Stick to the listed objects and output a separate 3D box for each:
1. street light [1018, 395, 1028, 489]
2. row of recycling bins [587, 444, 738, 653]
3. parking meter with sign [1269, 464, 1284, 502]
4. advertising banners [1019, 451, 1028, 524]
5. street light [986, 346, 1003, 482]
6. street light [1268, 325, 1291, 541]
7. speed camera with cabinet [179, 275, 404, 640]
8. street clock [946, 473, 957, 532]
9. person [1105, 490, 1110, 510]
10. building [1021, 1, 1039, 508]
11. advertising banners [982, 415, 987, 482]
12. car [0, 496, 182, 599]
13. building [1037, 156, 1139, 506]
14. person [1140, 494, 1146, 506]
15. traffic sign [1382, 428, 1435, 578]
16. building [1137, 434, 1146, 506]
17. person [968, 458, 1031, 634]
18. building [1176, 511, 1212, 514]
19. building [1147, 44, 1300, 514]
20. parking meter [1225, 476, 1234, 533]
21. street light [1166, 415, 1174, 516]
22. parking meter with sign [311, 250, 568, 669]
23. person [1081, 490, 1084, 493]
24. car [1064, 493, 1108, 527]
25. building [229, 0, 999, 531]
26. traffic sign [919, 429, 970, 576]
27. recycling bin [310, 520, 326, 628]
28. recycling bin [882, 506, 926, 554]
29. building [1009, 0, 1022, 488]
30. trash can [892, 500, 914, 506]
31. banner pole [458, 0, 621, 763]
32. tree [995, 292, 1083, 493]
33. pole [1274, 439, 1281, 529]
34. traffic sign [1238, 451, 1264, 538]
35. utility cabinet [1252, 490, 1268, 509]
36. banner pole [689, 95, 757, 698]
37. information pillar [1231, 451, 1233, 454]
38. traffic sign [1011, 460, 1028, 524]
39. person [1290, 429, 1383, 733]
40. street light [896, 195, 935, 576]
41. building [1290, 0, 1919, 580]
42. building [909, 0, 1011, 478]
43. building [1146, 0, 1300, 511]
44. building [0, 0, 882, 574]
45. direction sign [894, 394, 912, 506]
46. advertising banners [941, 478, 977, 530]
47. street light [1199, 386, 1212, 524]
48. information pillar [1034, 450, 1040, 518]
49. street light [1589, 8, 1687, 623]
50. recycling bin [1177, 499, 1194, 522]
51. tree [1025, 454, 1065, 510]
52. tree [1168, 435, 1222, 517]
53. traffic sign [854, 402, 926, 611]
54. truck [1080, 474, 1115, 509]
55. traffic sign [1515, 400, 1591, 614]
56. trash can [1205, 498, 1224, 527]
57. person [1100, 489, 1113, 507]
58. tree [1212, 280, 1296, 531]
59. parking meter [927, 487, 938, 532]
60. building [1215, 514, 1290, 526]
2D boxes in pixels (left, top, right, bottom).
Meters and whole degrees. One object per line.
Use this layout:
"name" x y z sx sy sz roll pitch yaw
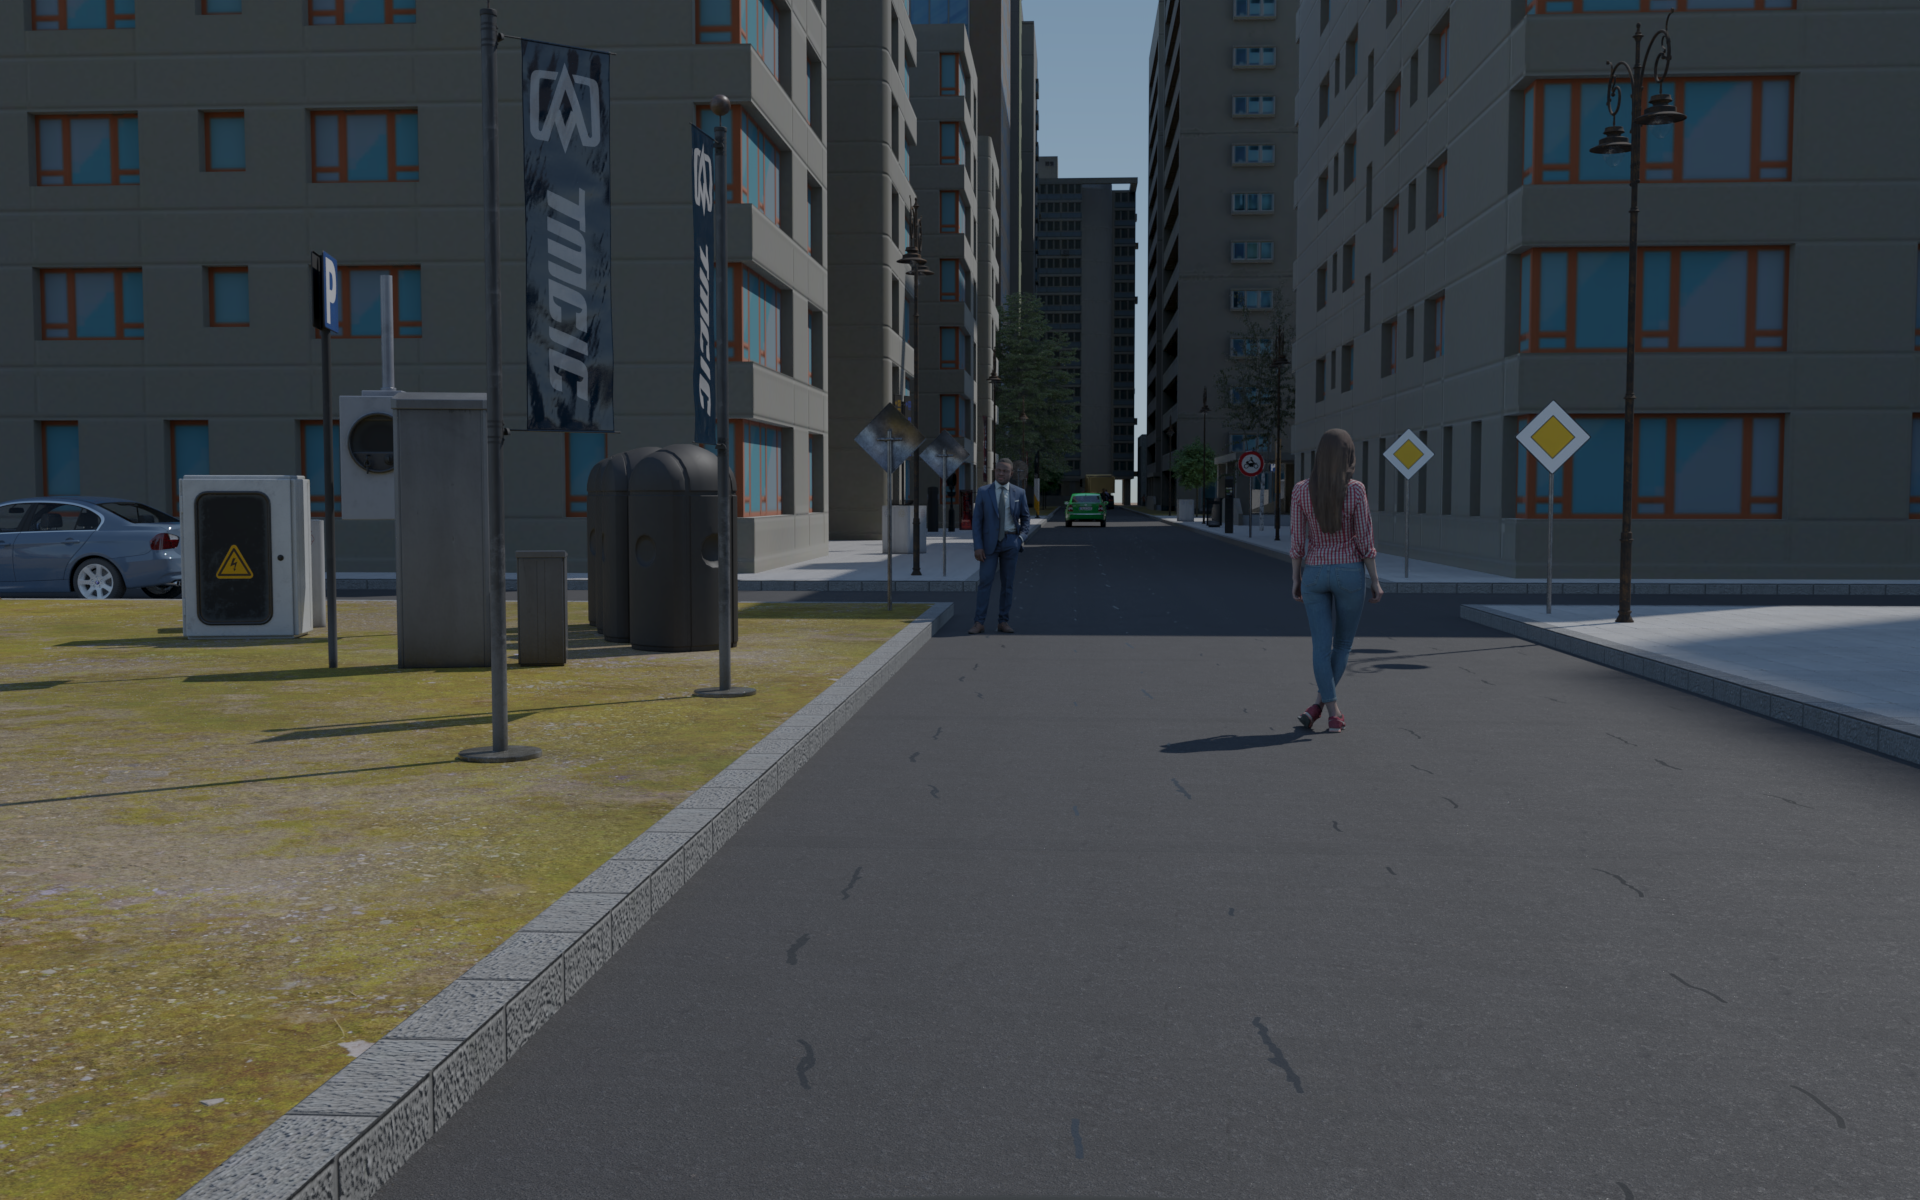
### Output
"street light" 2.966 -6.623 81.081 0.468 5.910 1.993 0 4 4
"row of recycling bins" -2.783 -0.521 15.638 1.069 1.692 3.534 -1 4 -19
"parking meter with sign" 17.049 -5.778 90.729 0.543 3.016 1.738 -3 5 -44
"advertising banners" 2.618 -4.582 71.106 0.090 3.025 2.074 0 4 -6
"street light" 1.085 -4.992 54.412 0.468 5.910 1.993 0 4 4
"street light" 8.757 -4.577 47.616 0.468 5.910 1.993 0 4 4
"speed camera with cabinet" -5.851 -1.294 15.496 2.038 3.252 0.660 0 4 -7
"street clock" -0.286 -3.318 58.813 0.358 2.002 0.471 1 4 18
"person" 13.133 -8.974 155.094 0.709 1.838 0.599 2 4 29
"building" -3.333 -33.203 166.572 21.600 48.544 21.300 0 4 4
"advertising banners" 0.699 -2.643 39.401 0.090 3.025 2.074 1 4 11
"car" -12.204 -0.673 23.009 4.499 1.417 2.014 0 4 5
"building" 8.596 -31.194 201.908 23.993 40.220 32.217 0 4 4
"person" 19.408 -10.444 182.517 1.065 1.426 0.557 -2 4 -32
"traffic sign" 6.837 -1.396 26.474 0.795 2.450 0.064 0 4 4
"building" 35.687 -53.872 193.483 31.000 86.520 22.319 0 4 4
"person" 0.391 -0.567 17.951 0.721 1.800 0.419 -1 4 -15
"building" 25.143 -30.264 118.521 21.300 48.544 21.600 0 4 4
"building" 31.836 -27.494 141.412 32.217 40.220 23.993 0 4 4
"parking meter" 8.784 -3.107 56.503 0.255 1.863 0.399 1 4 14
"street light" 12.262 -7.844 101.038 0.468 5.910 1.993 0 4 4
"parking meter with sign" -3.817 -1.014 12.845 1.738 3.016 0.543 -1 4 -10
"person" 8.583 -6.858 121.562 0.756 1.711 0.436 -2 4 -31
"car" 5.571 -4.143 76.540 1.959 1.807 4.718 0 4 5
"building" -12.680 -14.325 79.247 27.650 21.520 28.899 0 4 4
"traffic sign" -0.240 -1.426 26.962 0.795 2.450 0.064 0 4 4
"recycling bin" -6.569 -0.259 16.791 0.722 1.027 0.722 -2 4 -25
"recycling bin" -1.202 -1.521 37.415 0.722 1.027 0.722 2 4 33
"building" -2.868 -26.888 123.206 14.154 41.232 14.086 0 4 4
"trash can" -1.500 -1.989 44.179 0.748 1.137 0.748 0 3 0
"banner pole" -2.058 -1.129 8.476 0.863 3.779 0.401 -3 4 -37
"tree" 3.125 -10.996 97.914 7.486 12.596 7.792 0 3 0
"pole" 11.739 -4.289 63.972 0.158 3.312 0.155 0 3 0
"traffic sign" 8.557 -3.111 50.973 0.768 2.556 0.104 0 4 5
"utility cabinet" 15.501 -5.001 90.444 1.173 1.500 0.318 -1 4 -18
"banner pole" -1.536 -1.268 10.746 0.401 3.779 0.863 0 4 8
"information pillar" 14.857 -6.251 93.552 0.504 3.616 0.183 1 4 12
"traffic sign" 2.185 -3.985 65.259 0.768 2.556 0.104 1 4 13
"person" 2.270 -0.119 10.448 0.555 1.821 0.388 1 4 10
"street light" -0.688 -3.326 27.163 0.468 5.910 1.993 0 4 4
"building" 23.756 -11.828 38.427 28.899 21.520 27.650 0 4 4
"building" -4.012 -28.067 109.010 14.600 45.320 14.200 0 4 4
"building" 28.914 -33.055 164.154 21.300 48.544 21.600 0 4 4
"building" -16.151 -12.081 42.566 27.650 21.520 28.899 0 4 4
"direction sign" -1.313 -2.921 39.760 0.379 3.537 0.876 2 4 24
"advertising banners" 0.244 -3.997 61.540 2.074 3.025 0.090 0 4 -1
"street light" 10.460 -6.198 74.128 0.468 5.910 1.993 0 4 4
"information pillar" 4.097 -6.168 92.202 0.183 3.616 0.504 -1 4 -22
"street light" 6.650 -2.714 17.154 0.468 5.910 1.993 0 4 4
"recycling bin" 10.561 -4.194 81.121 0.722 1.027 0.722 0 4 -2
"tree" 7.521 -10.237 151.083 4.285 4.588 4.351 0 3 0
"tree" 13.089 -6.880 96.200 4.285 4.588 4.351 0 3 0
"traffic sign" -0.769 -0.939 18.994 0.795 2.450 0.064 0 4 4
"truck" 13.374 -10.433 166.503 3.469 3.379 9.791 0 4 2
"traffic sign" 6.309 -0.909 18.506 0.795 2.450 0.064 0 4 4
"trash can" 9.804 -3.371 66.765 0.748 1.137 0.748 0 3 0
"person" 10.071 -6.902 121.371 1.348 1.821 0.705 -1 4 -23
"tree" 10.595 -6.736 60.492 4.360 8.622 3.978 0 3 0
"parking meter" -0.916 -3.075 58.686 0.372 1.533 0.369 0 3 0
"building" 27.843 -23.432 75.002 32.217 40.220 23.993 0 4 4
